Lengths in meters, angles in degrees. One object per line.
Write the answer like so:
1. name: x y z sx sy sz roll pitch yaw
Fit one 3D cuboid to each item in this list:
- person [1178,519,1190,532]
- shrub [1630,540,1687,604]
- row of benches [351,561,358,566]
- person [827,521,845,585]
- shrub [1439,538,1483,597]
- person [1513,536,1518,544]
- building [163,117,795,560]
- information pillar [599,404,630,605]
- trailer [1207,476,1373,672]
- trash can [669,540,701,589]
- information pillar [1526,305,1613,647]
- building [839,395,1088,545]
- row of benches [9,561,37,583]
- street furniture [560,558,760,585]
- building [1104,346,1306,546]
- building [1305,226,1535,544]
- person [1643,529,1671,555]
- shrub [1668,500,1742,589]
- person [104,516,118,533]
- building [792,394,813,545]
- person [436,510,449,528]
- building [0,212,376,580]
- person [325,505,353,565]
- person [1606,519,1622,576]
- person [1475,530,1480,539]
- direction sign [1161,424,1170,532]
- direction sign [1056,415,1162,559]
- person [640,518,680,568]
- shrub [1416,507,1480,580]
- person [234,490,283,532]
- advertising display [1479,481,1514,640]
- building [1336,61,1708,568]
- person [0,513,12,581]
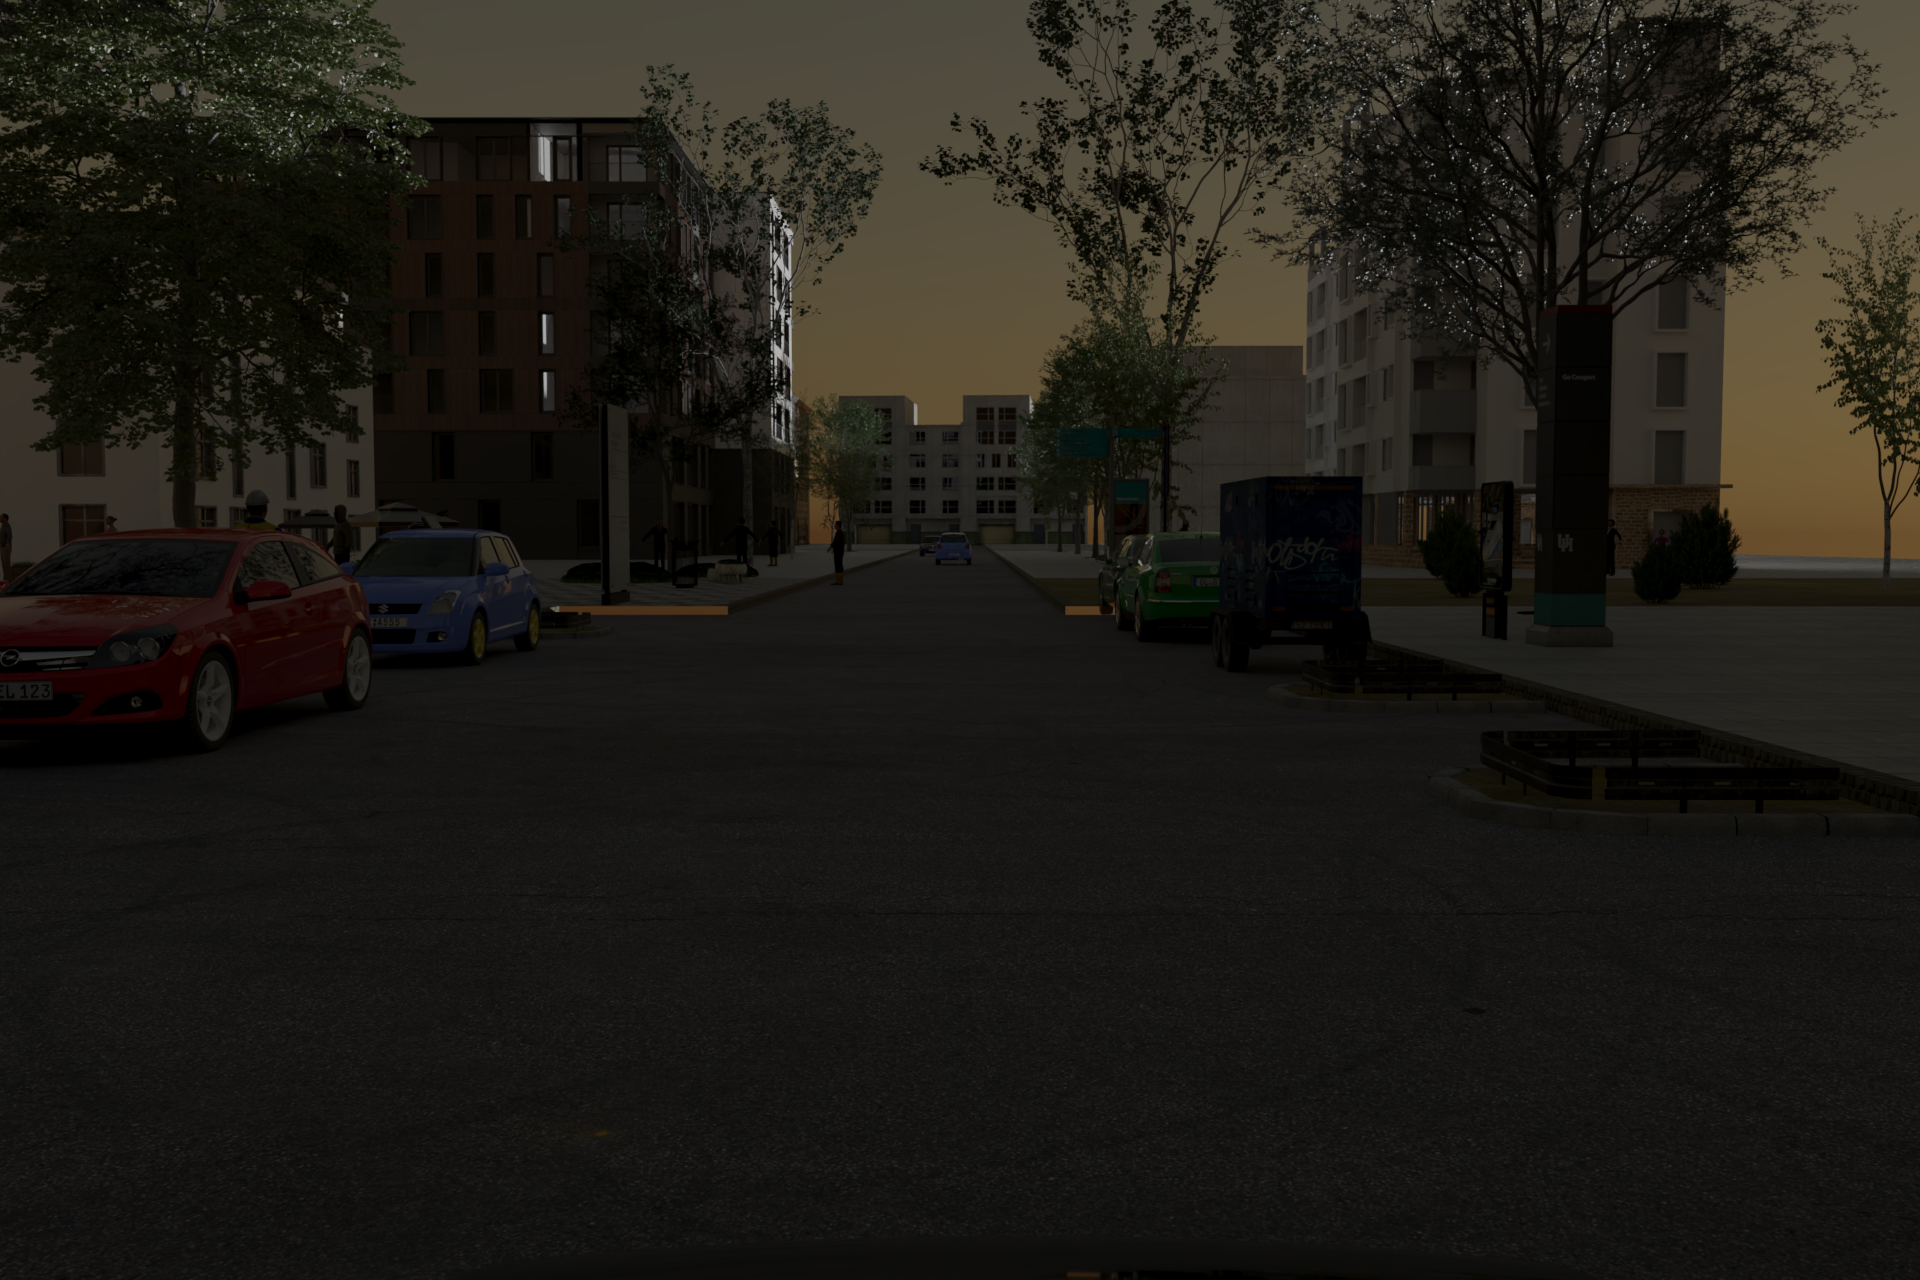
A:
1. person: 8.699 -3.725 66.682 0.705 1.856 1.354 2 4 25
2. shrub: 12.902 -1.277 32.002 1.383 1.207 1.383 0 3 0
3. row of benches: -15.305 -1.510 40.152 4.104 0.672 1.422 1 4 12
4. person: -3.449 -2.456 48.755 0.704 1.812 1.346 1 4 13
5. shrub: 10.236 -1.470 35.150 1.383 1.207 1.383 0 3 0
6. person: 18.319 -3.199 58.770 1.216 1.772 0.721 0 4 6
7. building: -25.212 -15.754 101.560 27.936 21.610 32.646 0 3 0
8. information pillar: -6.382 -2.490 32.029 0.184 3.620 1.656 0 4 1
9. trailer: 3.454 -0.734 19.053 1.471 1.999 3.904 0 4 -1
10. trash can: -6.505 -1.791 40.937 0.748 1.137 0.748 0 3 0
11. information pillar: 7.039 -1.868 19.917 0.750 3.857 0.750 0 3 0
12. building: 0.919 -21.901 226.992 31.486 18.905 16.747 0 4 4
13. row of benches: -22.466 -1.456 39.264 4.104 0.672 1.422 -2 4 -24
14. street furniture: -8.447 -2.003 48.375 5.734 0.657 10.072 0 4 -8
15. building: 23.831 -18.637 171.178 16.747 18.905 31.486 0 4 1
16. building: 26.787 -15.350 107.399 16.016 20.090 11.380 0 4 0
17. person: 19.462 -2.370 48.020 0.991 1.433 0.599 2 4 30
18. shrub: 17.383 -2.226 40.434 1.661 2.075 1.752 0 3 0
19. person: -21.075 -2.204 42.833 1.217 1.733 0.721 3 4 39
20. building: -27.688 -22.702 202.099 19.493 23.208 18.063 0 3 0
21. person: -11.843 -2.071 39.791 0.705 1.837 1.347 0 4 -7
22. building: -25.433 -7.164 59.283 9.099 9.664 28.070 0 3 0
23. person: -11.217 -1.542 31.348 0.705 1.813 1.348 -3 4 -36
24. person: 19.801 -2.825 52.916 0.721 1.740 1.216 -1 4 -20
25. person: 17.338 -3.104 56.893 1.345 1.843 0.704 -1 4 -18
26. direction sign: 4.272 -2.696 36.073 0.379 3.537 0.876 0 4 -2
27. direction sign: 3.414 -3.036 38.397 2.525 3.948 1.411 0 4 0
28. person: -9.885 -3.106 57.013 1.346 1.802 0.704 -1 4 -19
29. shrub: 13.714 -2.724 48.584 1.661 2.075 1.752 0 3 0
30. person: -6.373 -0.450 15.786 1.349 1.833 0.705 0 4 0
31. advertising display: 6.593 -0.985 21.314 0.123 1.923 0.974 0 4 1
32. building: 21.955 -13.417 75.793 16.016 20.090 11.380 0 4 1
33. person: -23.858 -2.261 43.237 0.705 1.796 1.348 -3 5 -42
